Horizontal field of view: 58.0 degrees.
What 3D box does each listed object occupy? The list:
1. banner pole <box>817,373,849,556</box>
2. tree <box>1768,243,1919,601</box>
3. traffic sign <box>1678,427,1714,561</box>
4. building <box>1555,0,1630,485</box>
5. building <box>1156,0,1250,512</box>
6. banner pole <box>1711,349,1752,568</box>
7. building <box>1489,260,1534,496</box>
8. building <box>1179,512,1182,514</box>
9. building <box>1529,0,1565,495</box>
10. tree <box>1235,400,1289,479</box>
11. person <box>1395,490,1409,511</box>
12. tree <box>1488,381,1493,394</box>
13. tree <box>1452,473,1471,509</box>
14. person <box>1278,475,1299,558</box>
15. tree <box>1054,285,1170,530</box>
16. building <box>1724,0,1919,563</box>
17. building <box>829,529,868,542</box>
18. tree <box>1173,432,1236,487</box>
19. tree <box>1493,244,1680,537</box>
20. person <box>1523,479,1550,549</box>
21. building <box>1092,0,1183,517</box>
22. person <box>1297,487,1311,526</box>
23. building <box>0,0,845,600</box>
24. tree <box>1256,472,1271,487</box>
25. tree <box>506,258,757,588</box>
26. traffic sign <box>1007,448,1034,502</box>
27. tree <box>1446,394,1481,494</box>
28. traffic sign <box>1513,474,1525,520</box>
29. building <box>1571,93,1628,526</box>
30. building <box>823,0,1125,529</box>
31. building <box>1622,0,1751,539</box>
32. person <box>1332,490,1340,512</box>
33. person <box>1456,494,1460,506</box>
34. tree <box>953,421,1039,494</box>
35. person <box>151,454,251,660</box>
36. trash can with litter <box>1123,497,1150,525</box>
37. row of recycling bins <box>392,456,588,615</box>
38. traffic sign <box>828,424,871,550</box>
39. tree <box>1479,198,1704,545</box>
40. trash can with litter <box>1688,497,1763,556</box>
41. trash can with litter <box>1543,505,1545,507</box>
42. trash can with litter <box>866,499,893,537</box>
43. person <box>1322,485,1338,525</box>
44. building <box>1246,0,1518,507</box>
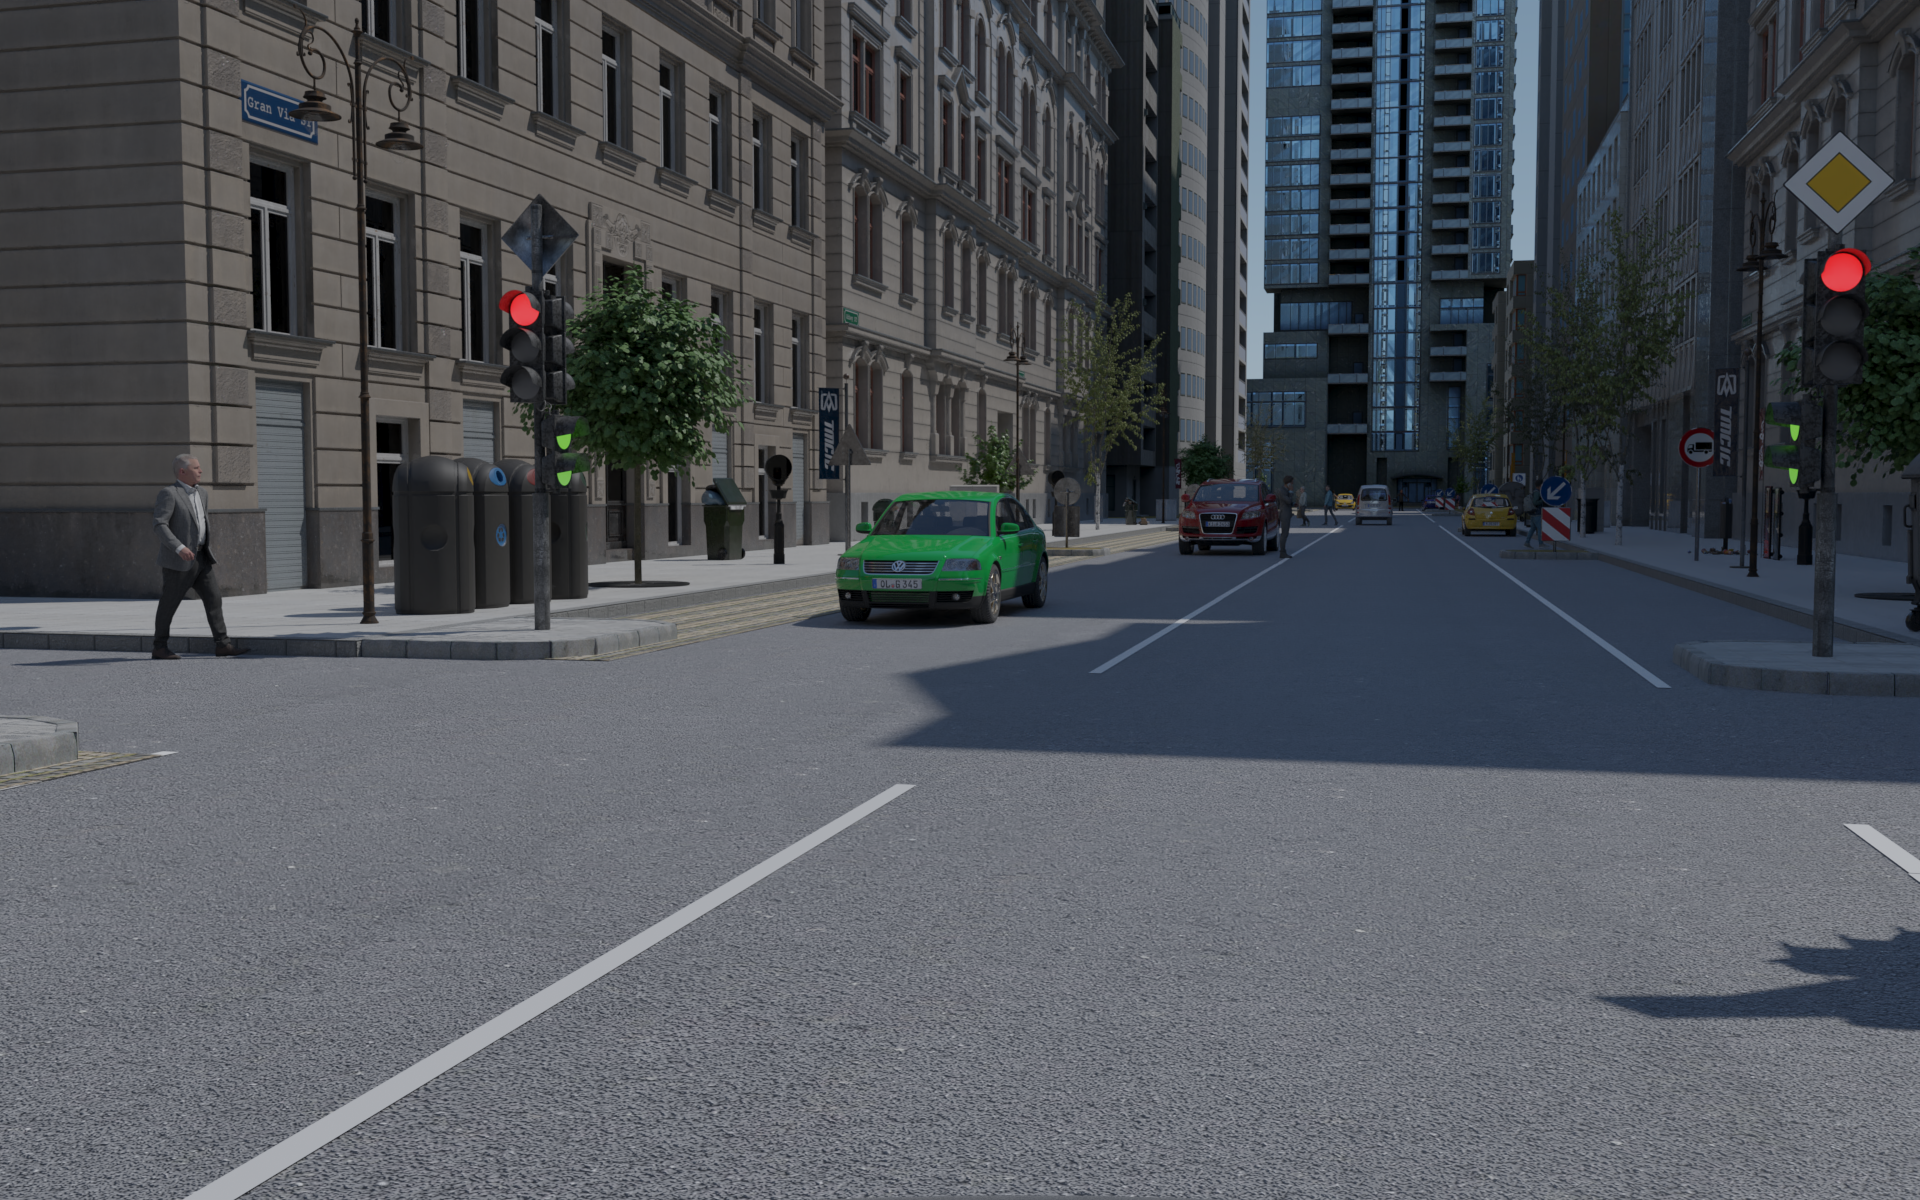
[{"bbox_3d":[-2.564,-2.809,35.946,0.863,3.779,0.401,-2,4,-28],"label":"banner pole"},{"bbox_3d":[11.817,-2.297,21.263,4.285,4.588,4.351,0,3,0],"label":"tree"},{"bbox_3d":[14.143,-2.023,33.178,0.768,2.556,0.104,1,4,14],"label":"traffic sign"},{"bbox_3d":[39.440,-26.939,90.568,14.600,45.320,14.200,1,4,14],"label":"building"},{"bbox_3d":[11.087,-37.407,153.596,28.212,58.520,21.231,1,4,14],"label":"building"},{"bbox_3d":[13.450,-2.454,30.133,0.401,3.779,0.863,-2,4,-30],"label":"banner pole"},{"bbox_3d":[57.836,-17.981,139.026,27.650,21.520,28.899,1,4,14],"label":"building"},{"bbox_3d":[6.327,-35.319,119.464,21.231,58.520,28.212,1,4,14],"label":"building"},{"bbox_3d":[47.781,-34.743,110.043,21.231,58.520,28.212,1,4,14],"label":"building"},{"bbox_3d":[23.403,-11.323,135.488,4.360,8.622,3.978,0,3,0],"label":"tree"},{"bbox_3d":[36.649,-8.266,143.794,1.348,1.807,0.705,-1,4,-16],"label":"person"},{"bbox_3d":[24.401,-7.498,72.948,4.360,8.622,3.978,0,3,0],"label":"tree"},{"bbox_3d":[44.157,-9.684,152.934,1.663,3.219,1.824,0,3,0],"label":"tree"},{"bbox_3d":[7.341,-1.860,38.714,0.447,1.846,0.655,1,4,12],"label":"person"},{"bbox_3d":[5.151,-6.831,62.055,4.737,8.622,4.395,0,3,0],"label":"tree"},{"bbox_3d":[25.157,-15.199,35.889,14.401,28.519,23.554,1,4,14],"label":"building"},{"bbox_3d":[-6.351,-16.518,57.457,14.401,28.519,23.554,1,4,14],"label":"building"},{"bbox_3d":[12.869,-6.618,91.923,4.285,4.588,4.351,0,3,0],"label":"tree"},{"bbox_3d":[18.487,-6.144,50.820,4.360,8.622,3.978,0,3,0],"label":"tree"},{"bbox_3d":[15.014,-2.234,45.017,0.713,1.824,0.794,2,4,30],"label":"person"},{"bbox_3d":[4.747,-20.003,98.745,14.160,30.474,14.107,1,4,14],"label":"building"},{"bbox_3d":[15.272,-4.156,76.944,0.515,1.767,0.782,0,4,-2],"label":"person"},{"bbox_3d":[-11.764,-14.431,33.203,12.463,27.353,25.104,1,4,14],"label":"building"},{"bbox_3d":[24.624,-8.939,140.762,1.663,3.219,1.824,0,3,0],"label":"tree"},{"bbox_3d":[-4.444,-2.476,24.200,4.285,4.588,4.351,0,3,0],"label":"tree"},{"bbox_3d":[1.644,-2.963,48.451,0.884,2.594,0.081,1,4,18],"label":"traffic sign"},{"bbox_3d":[37.239,-10.689,125.134,4.737,8.622,4.395,0,3,0],"label":"tree"},{"bbox_3d":[27.480,-5.079,85.173,0.606,2.300,0.079,1,4,15],"label":"traffic sign"},{"bbox_3d":[33.297,-13.530,75.971,10.420,20.320,16.860,1,4,14],"label":"building"},{"bbox_3d":[-0.972,-17.934,80.610,14.401,28.519,23.554,1,4,14],"label":"building"},{"bbox_3d":[29.700,-14.637,57.344,12.078,24.808,19.932,1,4,14],"label":"building"},{"bbox_3d":[30.395,-8.049,140.822,0.721,1.735,1.217,-3,4,-38],"label":"person"},{"bbox_3d":[47.649,-9.421,165.758,0.421,1.427,0.697,1,4,18],"label":"person"},{"bbox_3d":[0.899,-3.037,44.249,1.663,3.219,1.824,0,3,0],"label":"tree"},{"bbox_3d":[-6.624,-0.374,15.010,0.834,1.777,0.661,0,4,6],"label":"person"},{"bbox_3d":[7.296,-3.680,71.554,1.055,1.170,0.624,0,4,-6],"label":"trash can with litter"},{"bbox_3d":[-5.388,-0.788,19.994,1.069,1.692,3.534,1,4,14],"label":"row of recycling bins"},{"bbox_3d":[-2.056,-1.962,32.081,0.884,2.594,0.081,2,4,24],"label":"traffic sign"},{"bbox_3d":[16.425,-5.692,43.420,4.737,8.622,4.395,0,3,0],"label":"tree"},{"bbox_3d":[16.562,-1.602,37.248,1.678,1.210,2.233,1,4,20],"label":"trash can with litter"},{"bbox_3d":[21.858,-3.235,64.281,1.055,1.170,0.624,1,4,18],"label":"trash can with litter"},{"bbox_3d":[-1.904,-1.904,42.523,0.624,1.170,1.055,1,4,16],"label":"trash can with litter"},{"bbox_3d":[16.903,-4.333,79.204,0.748,1.841,0.638,3,5,40],"label":"person"},{"bbox_3d":[44.132,-53.089,180.674,31.000,86.520,22.319,1,4,14],"label":"building"}]
